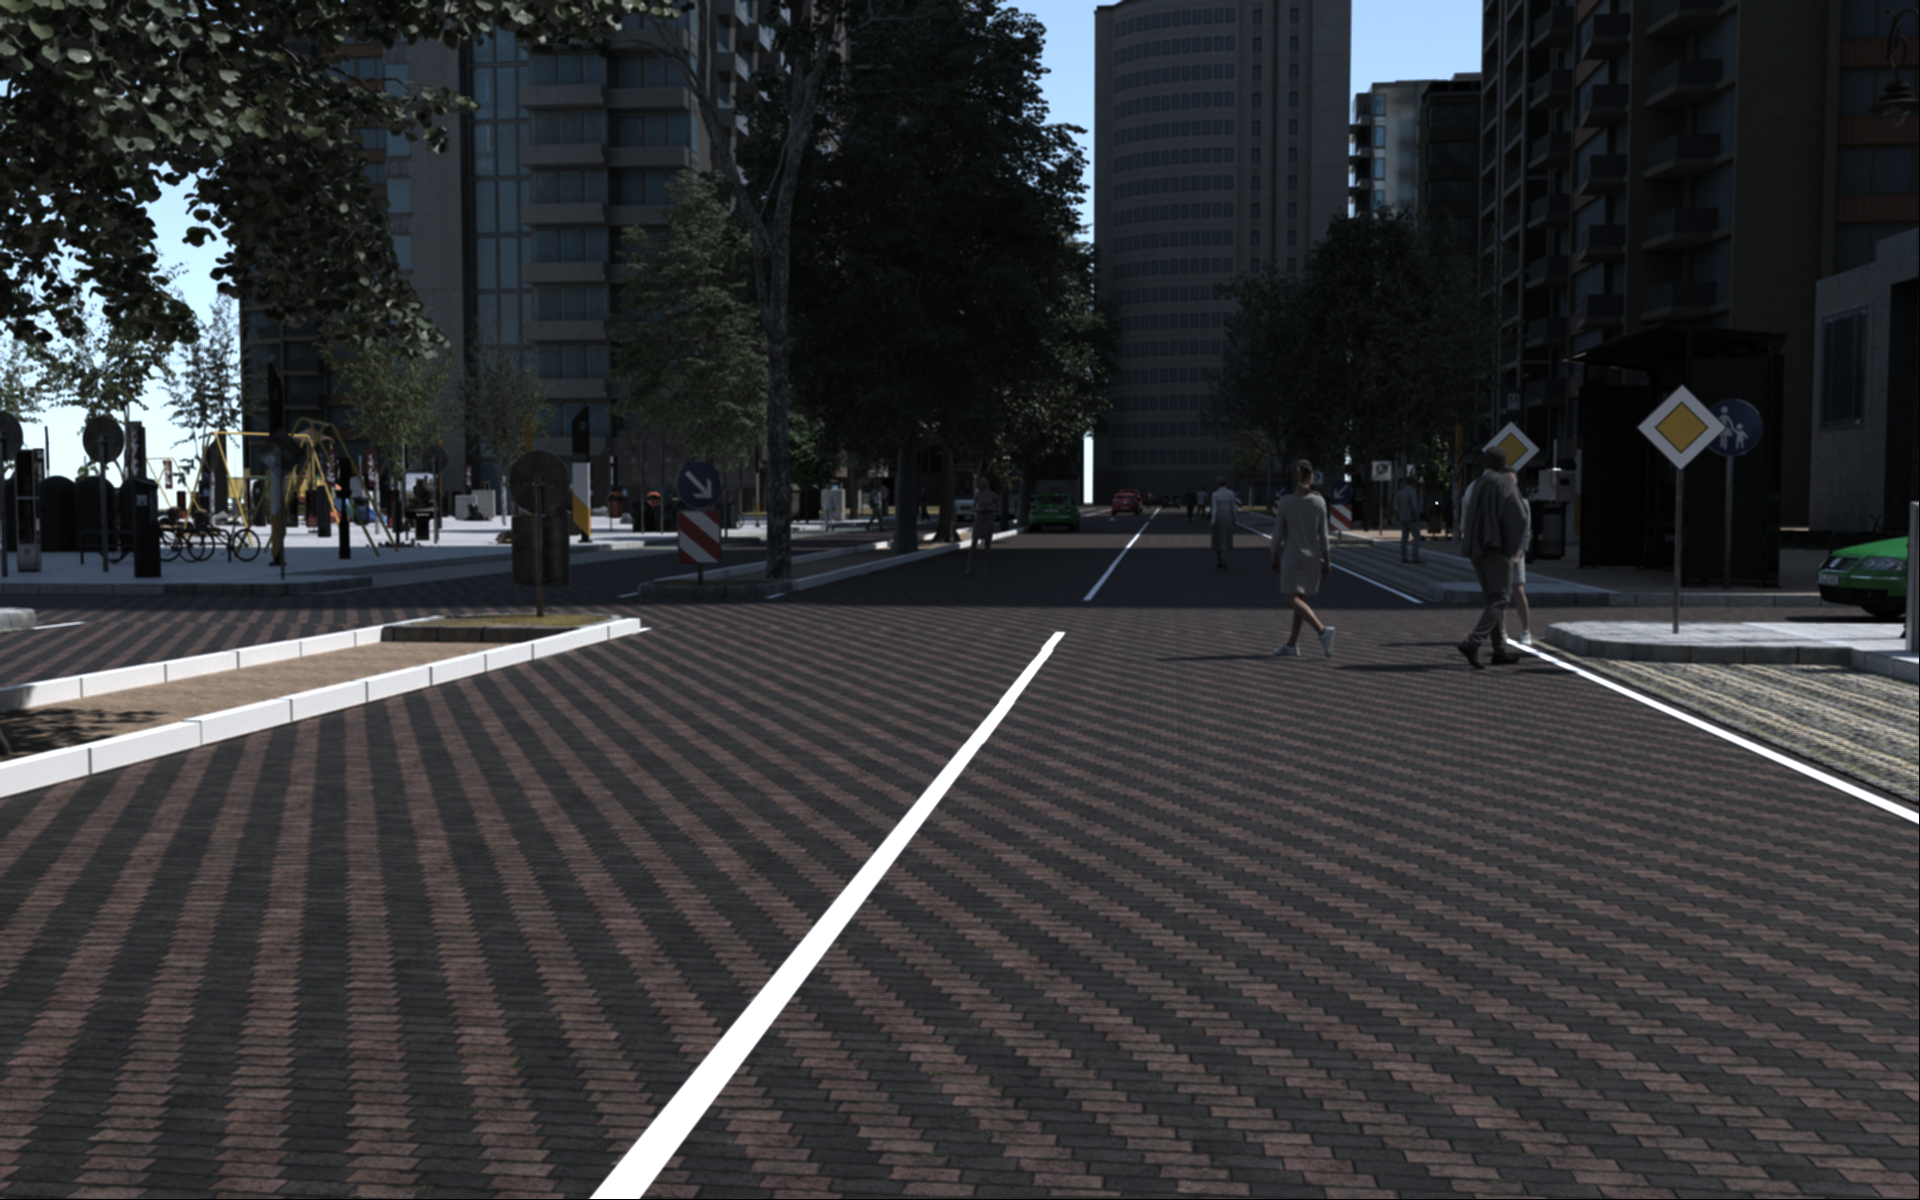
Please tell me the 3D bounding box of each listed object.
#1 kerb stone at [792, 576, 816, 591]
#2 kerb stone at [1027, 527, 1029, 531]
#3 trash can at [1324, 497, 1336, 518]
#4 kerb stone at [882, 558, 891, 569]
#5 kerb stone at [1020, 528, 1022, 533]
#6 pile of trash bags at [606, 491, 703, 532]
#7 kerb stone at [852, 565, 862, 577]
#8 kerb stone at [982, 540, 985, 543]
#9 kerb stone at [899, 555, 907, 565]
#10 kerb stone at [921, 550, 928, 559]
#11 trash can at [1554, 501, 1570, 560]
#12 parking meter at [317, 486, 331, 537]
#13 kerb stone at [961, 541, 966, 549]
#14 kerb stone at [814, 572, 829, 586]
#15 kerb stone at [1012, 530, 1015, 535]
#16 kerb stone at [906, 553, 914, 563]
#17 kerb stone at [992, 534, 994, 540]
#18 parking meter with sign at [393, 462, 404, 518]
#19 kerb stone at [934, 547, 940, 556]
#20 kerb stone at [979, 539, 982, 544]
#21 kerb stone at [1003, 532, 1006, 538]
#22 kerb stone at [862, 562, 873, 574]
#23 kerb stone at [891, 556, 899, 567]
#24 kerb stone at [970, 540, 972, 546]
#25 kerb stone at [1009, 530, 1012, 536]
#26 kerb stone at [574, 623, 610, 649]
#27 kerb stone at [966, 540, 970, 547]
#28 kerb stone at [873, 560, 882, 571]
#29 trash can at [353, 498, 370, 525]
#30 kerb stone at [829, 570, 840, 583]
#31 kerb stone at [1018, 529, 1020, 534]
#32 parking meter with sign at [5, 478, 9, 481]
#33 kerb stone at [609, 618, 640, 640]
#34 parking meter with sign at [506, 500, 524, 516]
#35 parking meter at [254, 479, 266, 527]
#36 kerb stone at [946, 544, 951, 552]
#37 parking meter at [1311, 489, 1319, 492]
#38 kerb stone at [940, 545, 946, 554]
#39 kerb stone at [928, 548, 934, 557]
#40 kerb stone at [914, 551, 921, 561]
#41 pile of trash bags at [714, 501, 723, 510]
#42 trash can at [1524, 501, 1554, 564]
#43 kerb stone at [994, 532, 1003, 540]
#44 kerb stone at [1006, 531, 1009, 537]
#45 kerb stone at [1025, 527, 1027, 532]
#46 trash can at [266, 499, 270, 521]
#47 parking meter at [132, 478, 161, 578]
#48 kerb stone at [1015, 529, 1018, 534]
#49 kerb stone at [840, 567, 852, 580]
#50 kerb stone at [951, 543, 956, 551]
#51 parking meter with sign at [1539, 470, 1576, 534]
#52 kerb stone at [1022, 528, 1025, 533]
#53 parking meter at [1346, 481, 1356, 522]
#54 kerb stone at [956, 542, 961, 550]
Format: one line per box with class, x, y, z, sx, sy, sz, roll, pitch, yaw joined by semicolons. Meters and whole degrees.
kerb stone;-2.378;-0.240;26.123;0.120;0.150;1.000;0;4;7
kerb stone;2.435;-2.668;65.814;0.120;0.150;1.000;0;4;7
trash can;19.935;-4.985;93.152;0.748;1.137;0.748;0;3;0
kerb stone;-1.513;-0.675;33.234;0.120;0.150;1.000;0;4;7
kerb stone;2.068;-2.479;62.768;0.120;0.150;1.000;0;4;7
pile of trash bags;-10.723;-3.033;59.339;3.447;1.369;1.912;2;4;29
kerb stone;-1.896;-0.489;30.191;0.120;0.150;1.000;0;4;7
kerb stone;0.707;-1.794;51.558;0.120;0.150;1.000;0;4;7
kerb stone;-1.273;-0.793;35.275;0.120;0.150;1.000;0;4;7
kerb stone;-0.900;-0.983;38.327;0.120;0.150;1.000;0;4;7
trash can;11.548;-1.363;33.945;0.748;1.137;0.748;0;3;0
parking meter;-18.941;-2.640;51.576;0.372;1.533;0.369;0;3;0
kerb stone;-0.036;-1.422;45.453;0.120;0.150;1.000;0;4;7
kerb stone;-2.256;-0.303;27.144;0.120;0.150;1.000;0;4;7
kerb stone;1.703;-2.295;59.723;0.120;0.150;1.000;0;4;7
kerb stone;-1.152;-0.862;36.290;0.120;0.150;1.000;0;4;7
kerb stone;0.836;-1.859;52.584;0.120;0.150;1.000;0;4;7
parking meter with sign;-30.253;-5.981;94.054;0.543;3.016;1.738;-2;4;-31
kerb stone;-0.654;-1.106;40.365;0.120;0.150;1.000;0;4;7
kerb stone;0.456;-1.672;49.529;0.120;0.150;1.000;0;4;7
kerb stone;1.319;-2.105;56.665;0.120;0.150;1.000;0;4;7
kerb stone;-1.758;-0.551;31.204;0.120;0.150;1.000;0;4;7
kerb stone;-1.395;-0.736;34.255;0.120;0.150;1.000;0;4;7
kerb stone;0.205;-1.544;47.484;0.120;0.150;1.000;0;4;7
kerb stone;1.583;-2.233;58.708;0.120;0.150;1.000;0;4;7
kerb stone;-3.561;0.355;16.436;0.120;0.150;1.000;0;4;7
kerb stone;0.086;-1.483;46.468;0.120;0.150;1.000;0;4;7
kerb stone;-1.646;-0.613;32.220;0.120;0.150;1.000;0;4;7
trash can;-24.679;-3.656;71.437;0.748;1.137;0.748;0;3;0
kerb stone;-2.138;-0.358;28.160;0.120;0.150;1.000;0;4;7
kerb stone;1.945;-2.419;61.753;0.120;0.150;1.000;0;4;7
parking meter with sign;-46.490;-5.379;84.211;1.738;3.016;0.543;0;4;-7
kerb stone;-3.433;0.295;17.461;0.120;0.150;1.000;0;4;7
parking meter with sign;-26.194;-6.540;103.185;0.543;3.016;1.738;3;4;38
parking meter;-27.722;-3.845;68.574;0.399;1.863;0.255;1;4;17
kerb stone;-0.400;-1.235;42.396;0.120;0.150;1.000;0;4;7
parking meter;17.529;-4.715;85.502;0.372;1.533;0.369;0;3;0
kerb stone;-0.527;-1.172;41.379;0.120;0.150;1.000;0;4;7
kerb stone;-0.778;-1.047;39.346;0.120;0.150;1.000;0;4;7
kerb stone;-1.016;-0.924;37.303;0.120;0.150;1.000;0;4;7
pile of trash bags;-11.441;-3.852;72.726;3.447;1.369;1.912;0;4;-7
trash can;10.412;-1.255;32.174;0.748;1.137;0.748;0;3;0
kerb stone;1.203;-2.046;55.649;0.120;0.150;1.000;0;4;7
kerb stone;1.447;-2.171;57.685;0.120;0.150;1.000;0;4;7
kerb stone;2.316;-2.606;64.799;0.120;0.150;1.000;0;4;7
trash can;-31.413;-4.133;79.228;0.748;1.137;0.748;0;3;0
parking meter;-12.543;-1.119;26.701;0.372;1.533;0.369;0;3;0
kerb stone;1.831;-2.357;60.737;0.120;0.150;1.000;0;4;7
kerb stone;-2.013;-0.427;29.176;0.120;0.150;1.000;0;4;7
kerb stone;-0.284;-1.298;43.411;0.120;0.150;1.000;0;4;7
parking meter with sign;19.622;-3.658;56.070;1.738;3.016;0.543;1;4;15
kerb stone;2.198;-2.543;63.783;0.120;0.150;1.000;0;4;7
parking meter;17.939;-4.515;79.531;0.255;1.863;0.399;-3;5;-40
kerb stone;-0.156;-1.358;44.435;0.120;0.150;1.000;0;4;7
